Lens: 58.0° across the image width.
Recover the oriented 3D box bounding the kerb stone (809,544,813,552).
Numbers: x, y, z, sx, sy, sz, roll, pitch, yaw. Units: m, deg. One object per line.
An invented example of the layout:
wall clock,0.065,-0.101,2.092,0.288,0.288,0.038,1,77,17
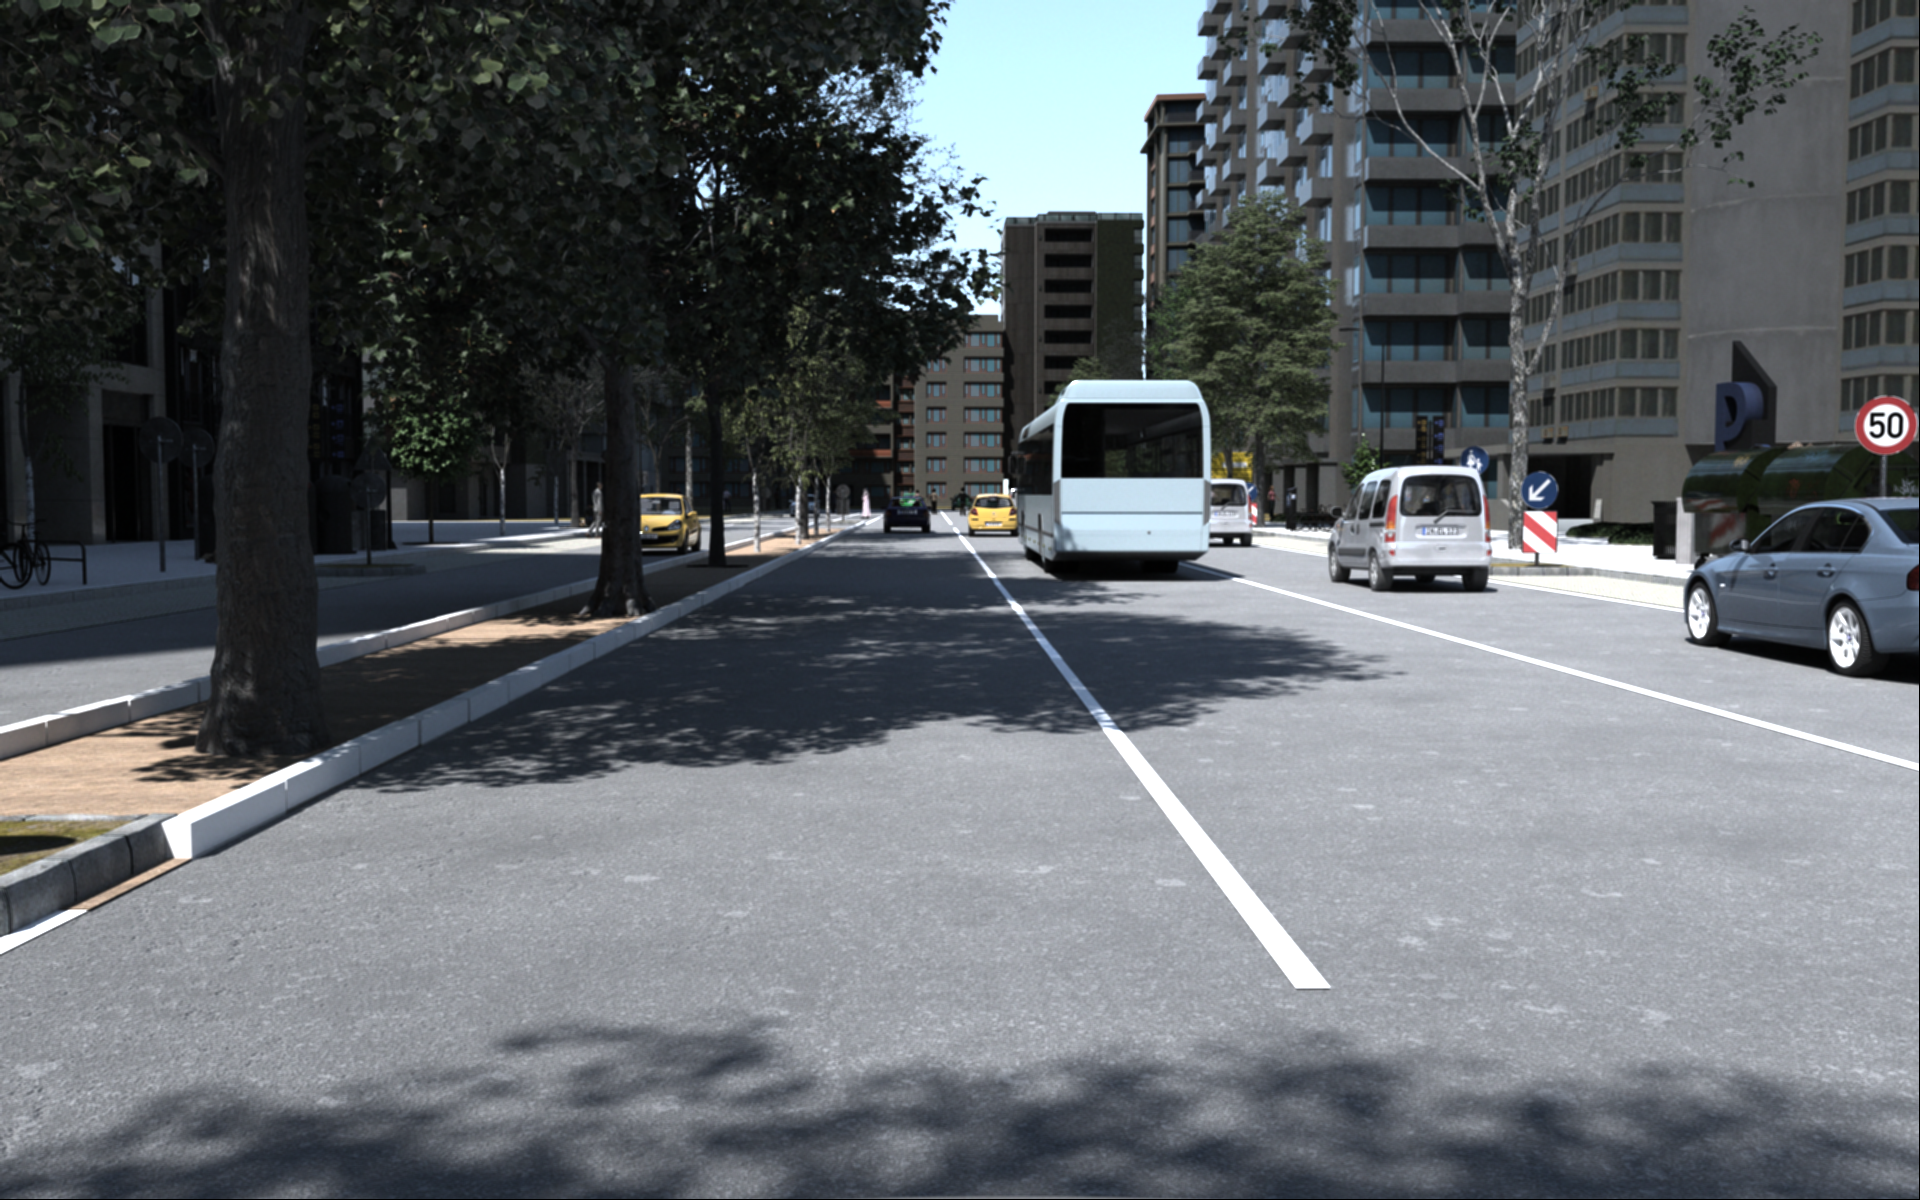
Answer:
kerb stone,-3.730,-1.218,42.139,0.120,0.150,1.000,0,4,-1

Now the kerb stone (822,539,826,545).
kerb stone,-3.828,-1.530,47.266,0.120,0.150,1.000,0,4,-1

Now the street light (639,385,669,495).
street light,-13.103,-6.199,73.899,1.470,5.913,1.316,0,4,-1

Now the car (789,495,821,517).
car,-9.832,-5.988,109.909,2.014,1.417,4.499,0,4,-2

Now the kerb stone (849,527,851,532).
kerb stone,-4.105,-2.474,62.639,0.120,0.150,1.000,0,4,-1

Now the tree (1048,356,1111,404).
tree,10.921,-13.751,142.949,7.486,12.596,7.792,0,3,0

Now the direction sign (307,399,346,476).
direction sign,-15.173,-3.026,41.480,0.876,3.537,0.379,-1,4,-14

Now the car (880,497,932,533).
car,-2.013,-3.212,65.099,1.945,1.354,3.894,0,4,-3

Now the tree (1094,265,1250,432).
tree,11.378,-11.133,92.387,12.009,13.543,11.850,0,3,0

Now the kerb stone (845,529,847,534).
kerb stone,-4.062,-2.285,59.558,0.120,0.150,1.000,0,4,-1

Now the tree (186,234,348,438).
tree,-18.917,-5.907,46.940,4.360,8.622,3.978,0,3,0

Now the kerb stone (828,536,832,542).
kerb stone,-3.884,-1.721,50.339,0.120,0.150,1.000,0,4,-1

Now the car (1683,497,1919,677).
car,7.813,-0.173,14.825,2.014,1.417,4.499,0,4,1

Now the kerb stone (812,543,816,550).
kerb stone,-3.746,-1.282,43.163,0.120,0.150,1.000,0,4,-1

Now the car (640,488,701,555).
car,-7.301,-1.936,41.883,2.015,1.641,3.980,0,4,-2

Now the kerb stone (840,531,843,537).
kerb stone,-3.994,-2.097,56.478,0.120,0.150,1.000,0,4,-1

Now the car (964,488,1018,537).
car,1.134,-3.013,59.484,2.015,1.641,3.980,0,4,0

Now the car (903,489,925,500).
car,-3.673,-7.614,133.292,1.959,1.807,4.718,0,4,1

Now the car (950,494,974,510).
car,0.183,-8.708,154.180,2.131,1.459,4.920,0,4,-1

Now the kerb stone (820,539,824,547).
kerb stone,-3.801,-1.471,46.242,0.120,0.150,1.000,0,4,-1

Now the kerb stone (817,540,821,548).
kerb stone,-3.783,-1.408,45.220,0.120,0.150,1.000,0,4,-1

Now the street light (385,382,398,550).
street light,-12.687,-4.126,40.000,1.470,5.913,1.316,0,4,-1

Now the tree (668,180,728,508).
tree,-13.876,-14.635,95.177,12.611,20.169,13.585,0,3,0

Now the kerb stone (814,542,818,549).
kerb stone,-3.777,-1.346,44.198,0.120,0.150,1.000,0,4,-1

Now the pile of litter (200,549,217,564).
pile of litter,-13.624,-1.128,32.403,1.176,0.858,1.719,0,4,-1

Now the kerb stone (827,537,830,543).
kerb stone,-3.868,-1.655,49.310,0.120,0.150,1.000,0,4,-1

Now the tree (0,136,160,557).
tree,-18.727,-5.188,35.180,4.737,8.622,4.395,0,3,0

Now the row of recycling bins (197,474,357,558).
row of recycling bins,-14.209,-1.766,35.988,1.069,1.692,3.534,2,4,35

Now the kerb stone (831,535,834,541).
kerb stone,-3.899,-1.784,51.361,0.120,0.150,1.000,0,4,-1

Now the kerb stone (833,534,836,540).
kerb stone,-3.926,-1.843,52.383,0.120,0.150,1.000,0,4,-1

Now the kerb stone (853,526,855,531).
kerb stone,-4.175,-2.658,65.709,0.120,0.150,1.000,0,4,-1

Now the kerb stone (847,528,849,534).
kerb stone,-4.070,-2.348,60.580,0.120,0.150,1.000,0,4,-1

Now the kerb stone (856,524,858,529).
kerb stone,-4.236,-2.847,68.777,0.120,0.150,1.000,0,4,-1

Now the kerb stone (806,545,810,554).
kerb stone,-3.706,-1.145,41.118,0.120,0.150,1.000,0,4,-1

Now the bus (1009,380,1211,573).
bus,2.685,-2.433,34.638,2.948,3.499,13.247,0,4,-1

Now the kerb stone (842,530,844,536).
kerb stone,-4.023,-2.159,57.511,0.120,0.150,1.000,0,4,-1

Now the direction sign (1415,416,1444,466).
direction sign,13.621,-3.563,50.259,0.876,3.537,0.379,-1,4,-13

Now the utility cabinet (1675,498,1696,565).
utility cabinet,13.463,-1.265,31.844,0.306,1.237,1.020,3,4,38

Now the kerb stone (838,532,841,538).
kerb stone,-3.979,-2.034,55.456,0.120,0.150,1.000,0,4,-1

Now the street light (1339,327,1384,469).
street light,11.204,-4.628,48.207,1.470,5.913,1.316,0,4,-1

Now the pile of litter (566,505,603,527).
pile of litter,-14.713,-3.292,67.797,1.719,0.858,1.176,-3,5,-42

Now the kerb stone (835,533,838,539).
kerb stone,-3.939,-1.905,53.410,0.120,0.150,1.000,0,4,-1

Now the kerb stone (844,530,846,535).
kerb stone,-4.035,-2.223,58.536,0.120,0.150,1.000,0,4,-1

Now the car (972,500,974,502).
car,1.729,-5.816,104.883,2.009,1.686,4.222,0,4,1

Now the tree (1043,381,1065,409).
tree,10.935,-13.858,152.329,9.928,11.665,9.643,0,3,0

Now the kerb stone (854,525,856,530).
kerb stone,-4.190,-2.723,66.733,0.120,0.150,1.000,0,4,-1

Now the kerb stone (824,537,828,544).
kerb stone,-3.837,-1.596,48.288,0.120,0.150,1.000,0,4,-1
